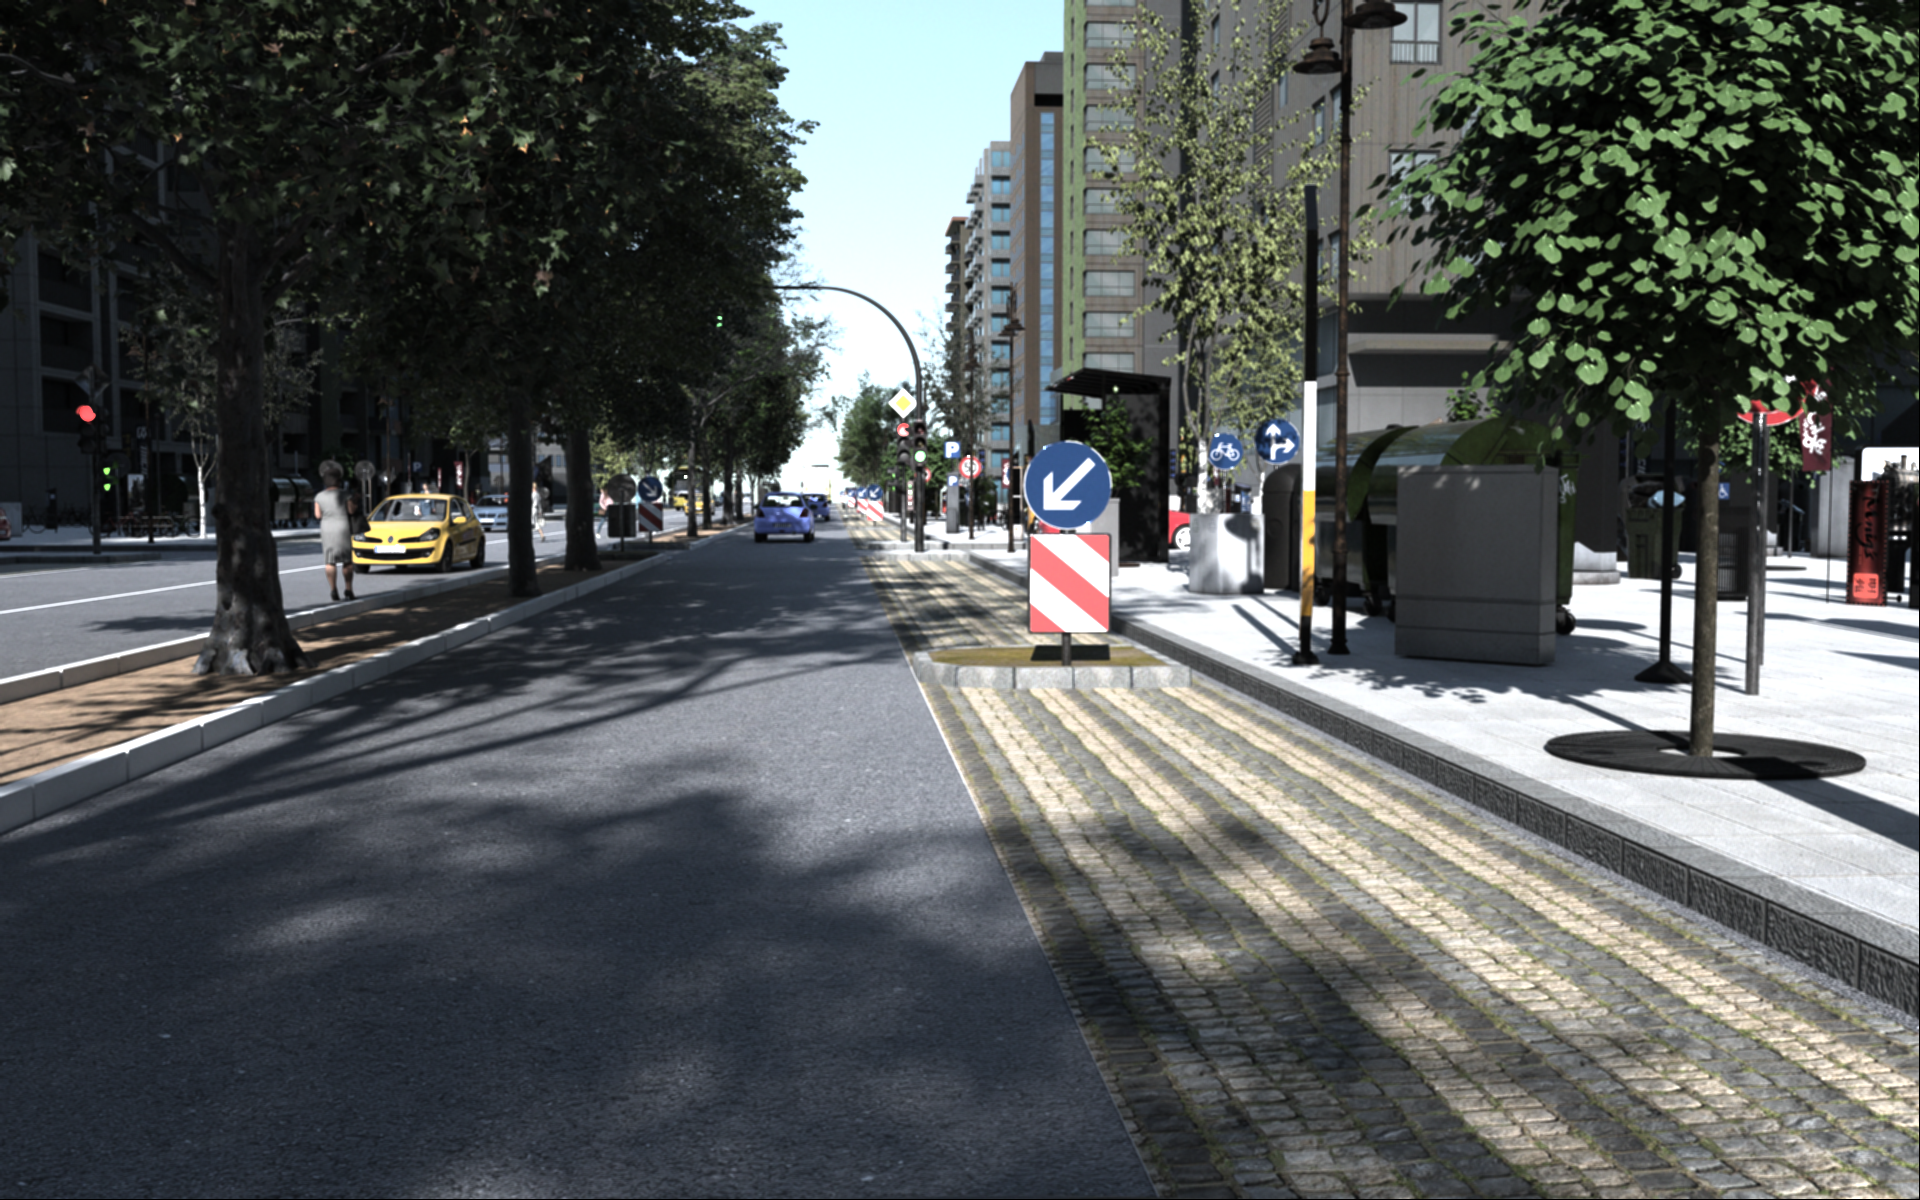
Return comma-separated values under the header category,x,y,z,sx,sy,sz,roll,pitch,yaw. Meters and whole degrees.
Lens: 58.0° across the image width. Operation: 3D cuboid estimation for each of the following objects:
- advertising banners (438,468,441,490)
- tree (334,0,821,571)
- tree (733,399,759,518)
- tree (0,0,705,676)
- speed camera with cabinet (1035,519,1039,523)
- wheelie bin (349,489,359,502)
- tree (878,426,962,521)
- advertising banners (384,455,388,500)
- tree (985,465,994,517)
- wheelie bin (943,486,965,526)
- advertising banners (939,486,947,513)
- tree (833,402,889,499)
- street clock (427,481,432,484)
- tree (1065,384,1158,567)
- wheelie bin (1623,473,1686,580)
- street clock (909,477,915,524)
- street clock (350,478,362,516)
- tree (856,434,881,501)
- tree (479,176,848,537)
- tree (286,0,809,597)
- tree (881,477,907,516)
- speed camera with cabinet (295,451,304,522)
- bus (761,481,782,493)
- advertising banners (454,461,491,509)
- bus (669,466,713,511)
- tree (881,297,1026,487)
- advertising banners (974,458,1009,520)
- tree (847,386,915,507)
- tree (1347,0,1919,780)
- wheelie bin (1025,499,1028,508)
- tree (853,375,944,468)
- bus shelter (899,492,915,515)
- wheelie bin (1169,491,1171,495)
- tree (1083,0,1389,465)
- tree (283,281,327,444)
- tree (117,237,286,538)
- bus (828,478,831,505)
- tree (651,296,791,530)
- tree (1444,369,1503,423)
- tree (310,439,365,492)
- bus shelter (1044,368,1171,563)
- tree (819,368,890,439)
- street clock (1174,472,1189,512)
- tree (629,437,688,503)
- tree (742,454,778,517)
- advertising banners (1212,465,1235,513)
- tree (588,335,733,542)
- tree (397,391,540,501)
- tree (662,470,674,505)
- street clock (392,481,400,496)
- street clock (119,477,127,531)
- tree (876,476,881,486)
category,x,y,z,sx,sy,sz,roll,pitch,yaw
advertising banners,-34.894,-7.273,115.095,0.090,3.025,2.074,-3,5,-40
tree,-7.061,-7.514,31.973,9.857,13.997,8.962,0,3,0
tree,-11.625,-8.188,86.695,4.737,8.622,4.395,0,3,0
tree,-5.767,-5.756,13.583,9.611,12.733,9.660,0,3,0
speed camera with cabinet,3.984,-4.994,75.982,0.660,3.252,2.038,-3,5,-40
wheelie bin,-41.574,-6.772,118.632,0.693,1.594,0.980,2,4,23
tree,-1.167,-6.090,83.291,4.285,4.588,4.351,0,3,0
advertising banners,-23.777,-4.627,71.841,0.090,3.025,2.074,-1,4,-13
tree,1.183,-6.286,97.377,1.663,3.219,1.824,0,3,0
wheelie bin,-0.116,-3.820,70.371,0.980,1.594,0.693,-2,4,-29
advertising banners,-0.938,-7.338,116.172,2.074,3.025,0.090,1,4,11
tree,-12.277,-18.086,213.840,7.486,12.596,7.792,0,3,0
street clock,-29.394,-5.566,95.581,0.358,2.002,0.471,2,4,34
tree,2.776,-2.201,30.592,1.663,3.219,1.824,0,3,0
wheelie bin,10.504,-1.119,26.200,0.693,1.594,0.980,-2,4,-33
street clock,-2.085,-4.315,75.128,0.358,2.002,0.471,0,4,-4
street clock,-26.700,-4.406,76.604,0.471,2.002,0.358,1,4,22
tree,-8.432,-13.836,176.574,4.360,8.622,3.978,0,3,0
tree,-8.934,-8.833,57.245,12.009,13.543,11.850,0,3,0
tree,-5.945,-6.283,23.320,7.486,12.596,7.792,0,3,0
tree,-3.354,-6.514,101.111,1.663,3.219,1.824,0,3,0
speed camera with cabinet,-30.865,-5.264,80.399,0.660,3.252,2.038,-1,4,-11
bus,-25.825,-14.769,236.334,2.948,3.499,13.247,0,4,-6
advertising banners,-26.071,-5.899,92.629,2.074,3.025,0.090,-3,5,-40
bus,-23.568,-9.870,152.928,2.896,3.916,12.252,0,4,-4
tree,0.017,-6.984,64.544,4.360,8.622,3.978,0,3,0
advertising banners,1.547,-5.415,84.715,2.074,3.025,0.090,-1,4,-9
tree,-7.291,-14.706,166.200,9.928,11.665,9.643,0,3,0
tree,3.564,-1.509,8.394,4.285,4.588,4.351,0,3,0
wheelie bin,2.517,-3.884,71.418,0.980,1.594,0.693,-3,5,-44
tree,-4.903,-12.272,135.054,7.601,10.594,8.767,1,4,15
bus shelter,-3.104,-6.985,105.492,1.731,3.624,6.357,0,4,-4
wheelie bin,9.894,-4.676,84.367,0.693,1.594,0.980,1,4,22
tree,3.638,-4.527,24.386,4.737,8.622,4.395,0,3,0
tree,-22.586,-6.446,55.752,4.360,8.622,3.978,0,3,0
tree,-21.828,-6.075,49.681,4.360,8.622,3.978,0,3,0
bus,-18.685,-14.749,232.692,2.896,3.916,12.252,0,4,-5
tree,-10.213,-8.609,68.964,9.928,11.665,9.643,0,3,0
tree,7.874,-1.991,27.149,1.663,3.219,1.824,0,3,0
tree,-36.666,-7.271,102.590,4.285,4.588,4.351,0,3,0
bus shelter,2.932,-2.696,35.365,1.731,3.624,6.357,0,4,-4
tree,-15.428,-24.942,263.687,12.611,20.169,13.585,0,3,0
street clock,7.406,-3.257,57.827,0.471,2.002,0.358,-2,4,-32
tree,-31.253,-15.012,179.864,8.767,10.594,7.601,-1,4,-14
tree,-12.829,-9.423,106.887,4.360,8.622,3.978,0,3,0
advertising banners,8.120,-3.449,52.584,0.090,3.025,2.074,-1,4,-18
tree,-8.811,-5.848,48.438,4.737,8.622,4.395,0,3,0
tree,-24.153,-9.230,85.324,7.601,10.594,8.767,0,4,-6
tree,-33.905,-13.695,207.624,4.285,4.588,4.351,0,3,0
street clock,-32.188,-5.766,98.847,0.471,2.002,0.358,3,5,40
street clock,-29.062,-3.405,60.241,0.471,2.002,0.358,-2,4,-34
tree,-6.757,-9.884,156.199,1.663,3.219,1.824,0,3,0
